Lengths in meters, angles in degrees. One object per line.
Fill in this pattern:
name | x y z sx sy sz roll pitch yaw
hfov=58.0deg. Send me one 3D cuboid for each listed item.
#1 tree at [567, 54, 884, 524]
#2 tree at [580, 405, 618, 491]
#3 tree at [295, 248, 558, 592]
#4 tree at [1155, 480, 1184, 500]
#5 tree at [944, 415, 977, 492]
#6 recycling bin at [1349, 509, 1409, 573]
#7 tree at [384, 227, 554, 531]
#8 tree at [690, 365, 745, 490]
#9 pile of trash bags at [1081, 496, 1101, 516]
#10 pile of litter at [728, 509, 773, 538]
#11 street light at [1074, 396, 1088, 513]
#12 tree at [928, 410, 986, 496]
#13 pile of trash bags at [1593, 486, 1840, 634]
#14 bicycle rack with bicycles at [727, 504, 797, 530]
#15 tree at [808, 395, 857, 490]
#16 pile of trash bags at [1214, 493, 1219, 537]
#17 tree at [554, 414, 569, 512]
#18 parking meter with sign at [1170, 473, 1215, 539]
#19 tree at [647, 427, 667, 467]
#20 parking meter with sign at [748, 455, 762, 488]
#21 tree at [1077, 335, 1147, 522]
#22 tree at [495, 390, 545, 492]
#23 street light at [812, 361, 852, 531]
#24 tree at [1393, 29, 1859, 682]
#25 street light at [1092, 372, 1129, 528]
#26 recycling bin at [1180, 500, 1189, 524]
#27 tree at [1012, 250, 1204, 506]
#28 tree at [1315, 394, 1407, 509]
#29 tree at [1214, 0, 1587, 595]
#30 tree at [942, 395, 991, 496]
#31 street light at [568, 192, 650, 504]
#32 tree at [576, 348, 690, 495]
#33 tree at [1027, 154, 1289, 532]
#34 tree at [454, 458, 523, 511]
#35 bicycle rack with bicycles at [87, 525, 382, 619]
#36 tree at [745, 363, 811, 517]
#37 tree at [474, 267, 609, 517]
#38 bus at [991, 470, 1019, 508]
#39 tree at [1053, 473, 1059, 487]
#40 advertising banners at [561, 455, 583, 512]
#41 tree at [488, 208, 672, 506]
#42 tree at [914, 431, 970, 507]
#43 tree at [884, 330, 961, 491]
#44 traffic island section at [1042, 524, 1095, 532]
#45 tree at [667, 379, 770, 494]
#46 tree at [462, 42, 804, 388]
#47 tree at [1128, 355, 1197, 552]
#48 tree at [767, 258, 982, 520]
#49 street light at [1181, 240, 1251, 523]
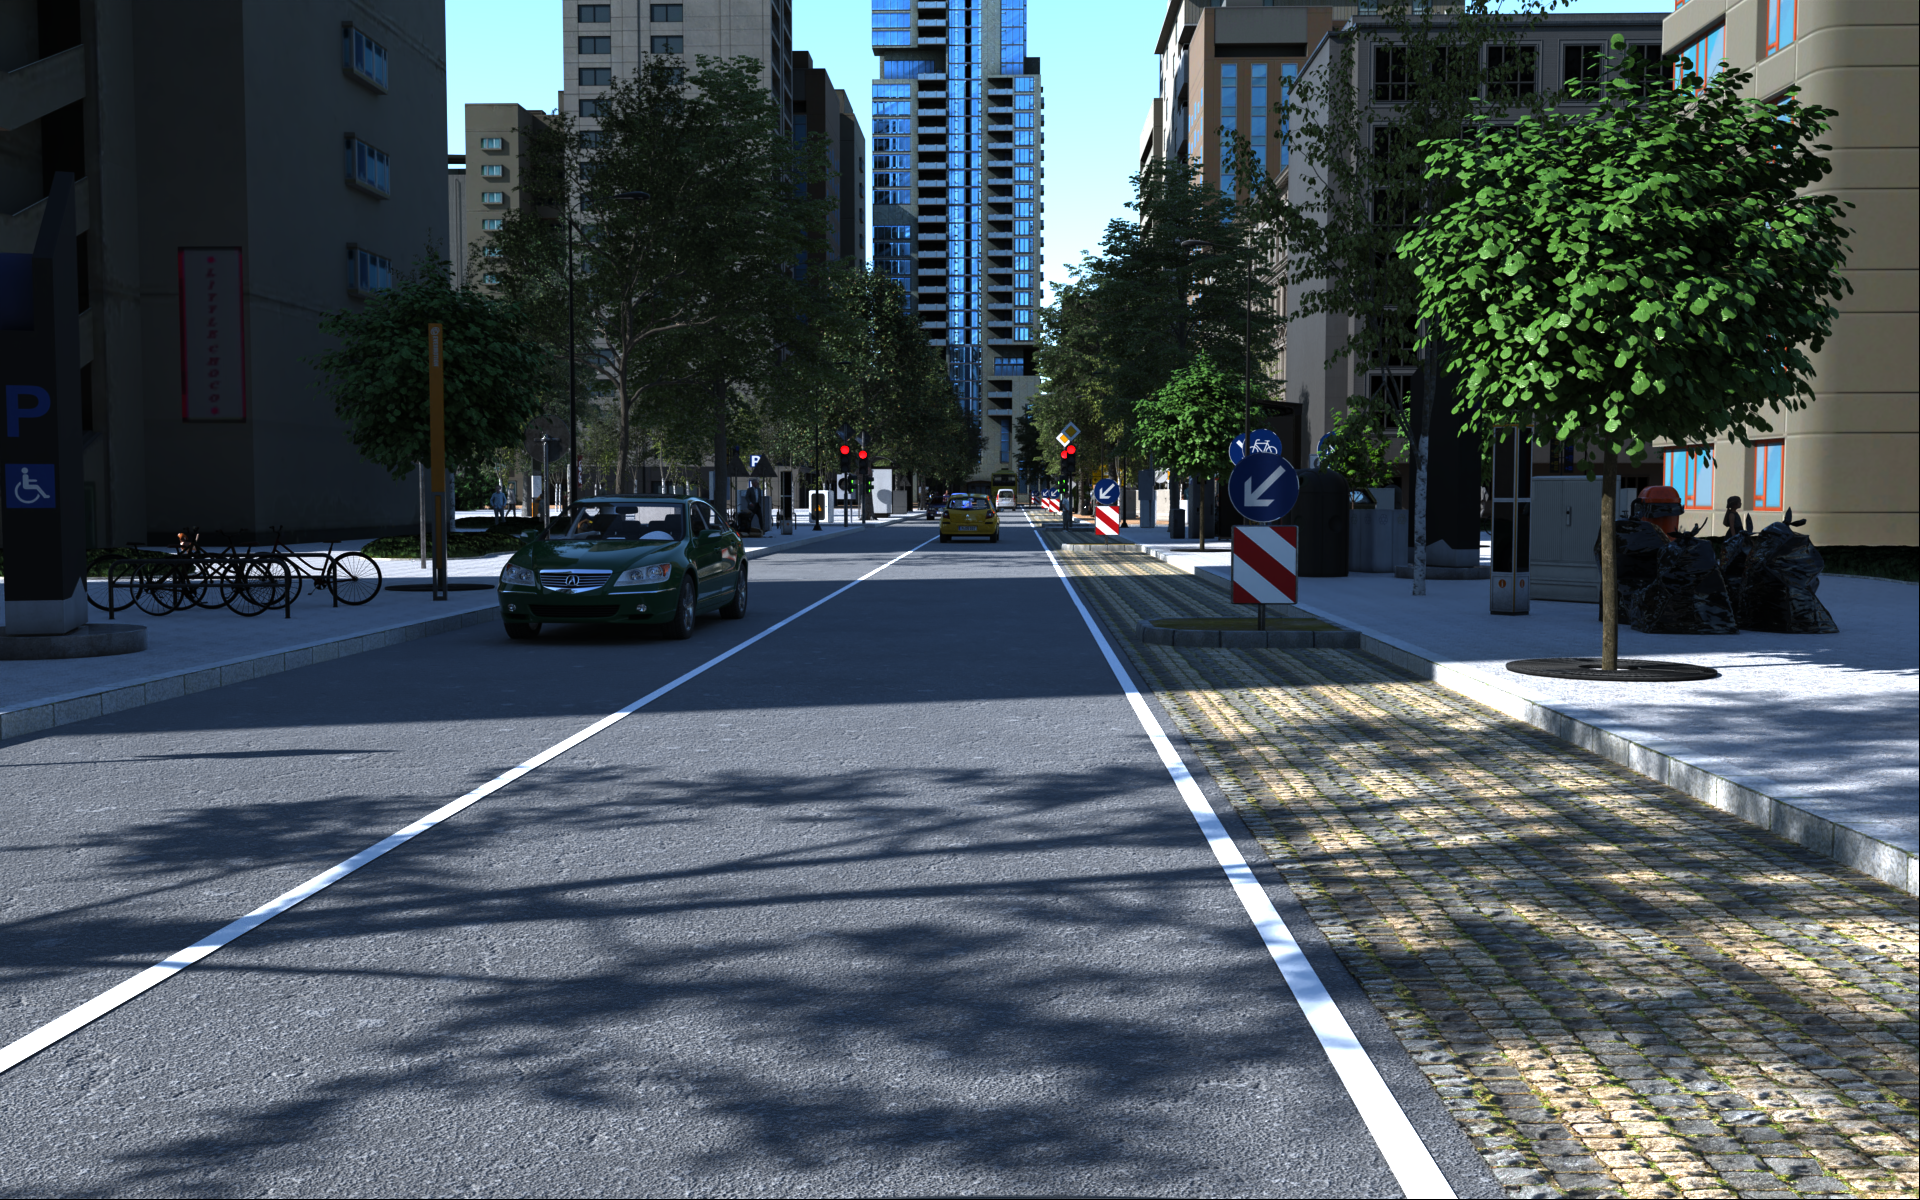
tree | -6.189 -7.752 44.880 7.486 12.596 7.792 0 3 0
tree | -28.942 -11.631 140.531 4.737 8.622 4.395 0 3 0
tree | -7.133 -2.423 23.334 4.285 4.588 4.351 0 3 0
tree | 17.321 -11.857 144.222 4.360 8.622 3.978 0 3 0
tree | -1.846 -17.221 207.322 9.928 11.665 9.643 0 3 0
recycling bin | 6.897 -0.977 28.526 0.722 1.027 0.722 -1 4 -23
tree | -14.129 -6.024 48.852 4.360 8.622 3.978 0 3 0
tree | -15.068 -8.982 97.211 4.360 8.622 3.978 0 3 0
pile of trash bags | 8.148 -5.715 103.194 1.912 1.369 3.447 0 4 4
pile of litter | -6.299 -2.267 51.033 1.719 0.858 1.176 0 4 5
street light | 6.196 -6.692 81.950 1.470 5.913 1.316 0 4 2
tree | -1.226 -19.480 225.148 9.857 13.997 8.962 0 3 0
pile of trash bags | 7.347 -0.467 17.387 1.912 1.369 3.447 0 4 7
bicycle rack with bicycles | -7.159 -3.025 62.833 2.852 0.926 2.925 -1 4 -23
tree | -9.487 -10.748 126.089 4.737 8.622 4.395 0 3 0
pile of trash bags | 8.271 -2.678 53.533 1.912 1.369 3.447 0 4 2
tree | -29.894 -10.943 129.274 4.360 8.622 3.978 0 3 0
parking meter with sign | 6.945 -3.281 49.900 1.738 3.016 0.543 -1 4 -11
tree | -20.474 -10.646 124.418 4.737 8.622 4.395 0 3 0
parking meter with sign | -9.125 -4.904 76.436 0.543 3.016 1.738 0 4 3
tree | 7.489 -7.840 78.553 4.737 8.622 4.395 0 3 0
tree | -22.767 -8.332 86.594 4.737 8.622 4.395 0 3 0
street light | -4.478 -5.393 60.713 1.470 5.913 1.316 0 4 2
tree | 4.766 -1.757 12.439 4.285 4.588 4.351 0 3 0
street light | 5.720 -5.704 65.802 1.470 5.913 1.316 0 4 2
recycling bin | 9.670 -3.765 74.108 0.722 1.027 0.722 3 5 43
tree | 8.153 -11.275 91.001 9.857 13.997 8.962 0 3 0
tree | 7.436 -2.356 33.123 1.663 3.219 1.824 0 3 0
tree | 5.654 -4.374 21.882 4.737 8.622 4.395 0 3 0
tree | -1.764 -17.194 191.492 12.009 13.543 11.850 0 3 0
street light | -5.456 -3.317 26.767 1.470 5.913 1.316 0 4 2
tree | -16.811 -8.441 88.375 4.360 8.622 3.978 0 3 0
tree | 7.549 -8.584 58.477 7.486 12.596 7.792 0 3 0
tree | -45.197 -14.876 145.040 18.604 14.587 13.155 0 4 1
bicycle rack with bicycles | -8.054 -0.330 18.779 2.925 0.926 2.852 0 4 -3
tree | -9.187 -8.996 97.441 4.360 8.622 3.978 0 3 0
tree | -24.687 -11.707 98.071 9.857 13.997 8.962 0 3 0
bus | 4.541 -11.238 175.283 2.896 3.916 12.252 0 4 2
tree | 9.883 -12.651 157.207 4.360 8.622 3.978 0 3 0
advertising banners | -17.198 -4.935 76.871 0.090 3.025 2.074 1 4 15
tree | -24.626 -15.740 113.238 12.611 20.169 13.585 0 3 0
tree | -2.245 -14.930 178.523 7.601 10.594 8.767 1 4 9
tree | -3.785 -11.701 109.436 7.486 12.596 7.792 0 3 0
traffic island section | 4.293 -2.729 66.905 2.009 0.180 2.903 0 4 2
tree | -14.300 -9.403 104.094 4.737 8.622 4.395 0 3 0
tree | -6.699 -6.174 35.354 7.601 10.594 8.767 -1 4 -12
tree | 5.524 -3.367 38.770 4.285 4.588 4.351 0 3 0
tree | -4.604 -10.232 84.307 9.611 12.733 9.660 0 3 0
street light | 4.742 -3.625 31.804 1.470 5.913 1.316 0 4 2
